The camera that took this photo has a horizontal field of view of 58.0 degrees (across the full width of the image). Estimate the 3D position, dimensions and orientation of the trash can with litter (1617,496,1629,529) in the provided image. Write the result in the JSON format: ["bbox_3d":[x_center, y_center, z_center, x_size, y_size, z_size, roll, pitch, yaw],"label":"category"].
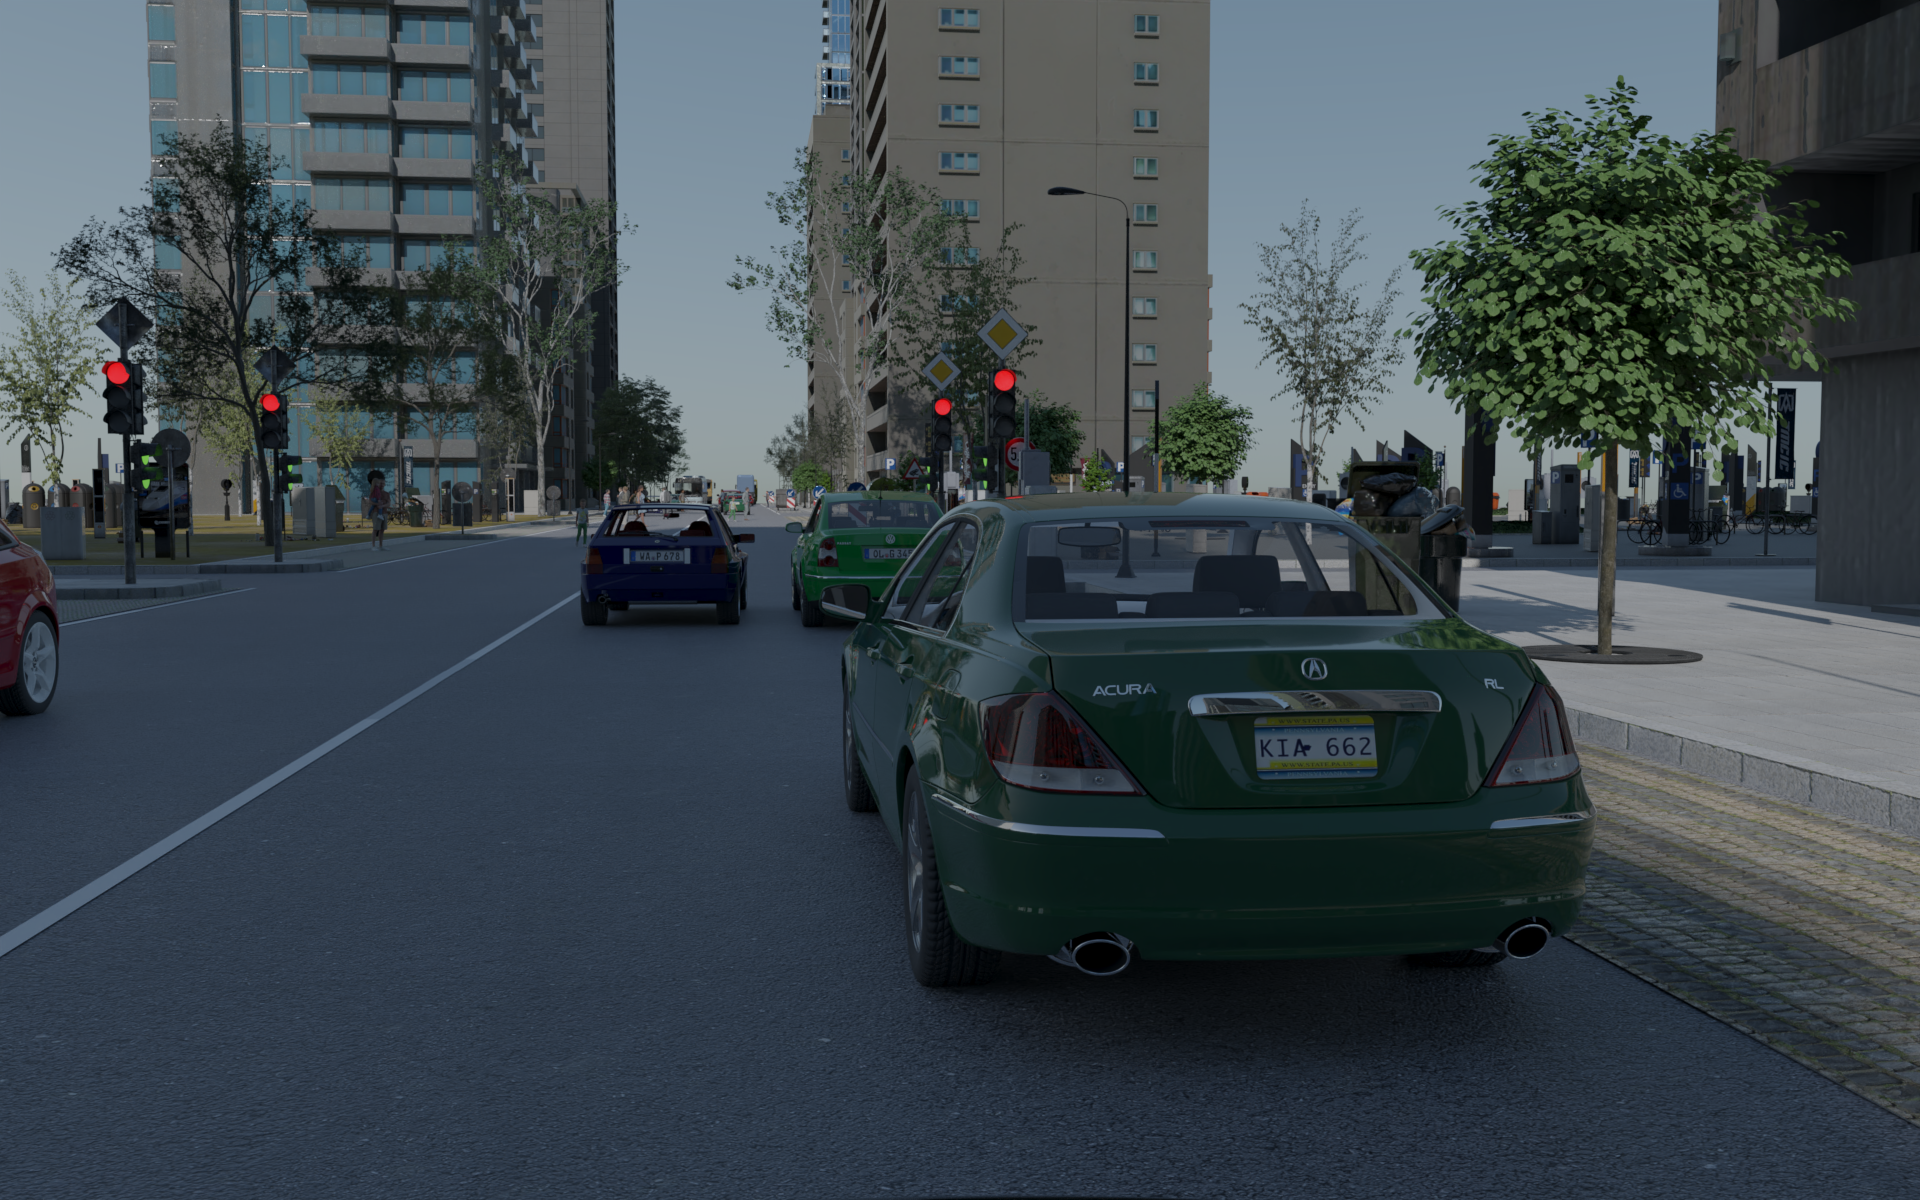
[{"bbox_3d":[23.281,-3.117,62.019,2.233,1.210,1.678,0,4,5],"label":"trash can with litter"}]

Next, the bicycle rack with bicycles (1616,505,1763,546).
[{"bbox_3d":[18.242,-1.885,44.206,2.925,0.926,2.852,0,4,-5],"label":"bicycle rack with bicycles"}]

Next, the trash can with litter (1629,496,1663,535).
[{"bbox_3d":[22.507,-2.698,55.176,1.678,1.210,2.233,2,4,32],"label":"trash can with litter"}]

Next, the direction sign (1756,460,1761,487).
[{"bbox_3d":[53.604,-7.619,116.572,0.379,3.537,0.876,-1,4,-11],"label":"direction sign"}]

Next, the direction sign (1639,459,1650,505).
[{"bbox_3d":[32.205,-5.473,81.479,0.876,3.537,0.379,-3,4,-38],"label":"direction sign"}]

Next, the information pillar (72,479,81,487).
[{"bbox_3d":[-43.548,-4.949,85.409,0.304,2.012,0.304,0,4,-8],"label":"information pillar"}]

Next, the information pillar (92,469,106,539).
[{"bbox_3d":[-24.848,-2.783,49.996,0.304,2.012,0.304,-1,4,-22],"label":"information pillar"}]

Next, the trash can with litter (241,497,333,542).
[{"bbox_3d":[-18.477,-2.239,47.662,2.233,1.210,1.678,0,4,-6],"label":"trash can with litter"}]

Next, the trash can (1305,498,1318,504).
[{"bbox_3d":[13.267,-3.249,64.773,0.748,1.137,0.748,0,3,0],"label":"trash can"}]

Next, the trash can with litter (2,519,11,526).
[{"bbox_3d":[-38.477,-3.529,69.085,1.055,1.170,0.624,-1,4,-22],"label":"trash can with litter"}]

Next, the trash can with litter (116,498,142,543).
[{"bbox_3d":[-21.761,-2.086,45.488,0.624,1.170,1.055,-1,4,-12],"label":"trash can with litter"}]

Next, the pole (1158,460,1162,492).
[{"bbox_3d":[7.195,-4.208,62.646,0.158,3.312,0.155,0,3,0],"label":"pole"}]

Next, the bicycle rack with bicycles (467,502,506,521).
[{"bbox_3d":[-22.785,-4.184,81.784,2.925,0.926,2.852,-1,4,-15],"label":"bicycle rack with bicycles"}]

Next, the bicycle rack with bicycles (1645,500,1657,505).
[{"bbox_3d":[45.048,-6.005,111.567,2.925,0.926,2.852,1,4,15],"label":"bicycle rack with bicycles"}]

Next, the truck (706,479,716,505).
[{"bbox_3d":[-33.615,-14.067,225.916,3.469,3.379,9.791,-1,4,-8],"label":"truck"}]

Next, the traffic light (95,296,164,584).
[{"bbox_3d":[-11.848,-2.186,24.661,0.839,4.253,0.868,0,4,-7],"label":"traffic light"}]

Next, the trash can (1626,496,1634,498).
[{"bbox_3d":[44.879,-6.371,115.823,0.748,1.137,0.748,0,3,0],"label":"trash can"}]

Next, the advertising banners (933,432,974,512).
[{"bbox_3d":[-0.219,-3.266,49.580,0.090,3.025,2.074,-2,4,-35],"label":"advertising banners"}]

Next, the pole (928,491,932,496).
[{"bbox_3d":[-1.021,-4.063,60.273,0.158,3.312,0.155,0,3,0],"label":"pole"}]

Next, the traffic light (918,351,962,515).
[{"bbox_3d":[-0.387,-2.767,34.167,0.839,4.253,0.868,0,4,-7],"label":"traffic light"}]

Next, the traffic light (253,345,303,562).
[{"bbox_3d":[-12.848,-2.670,32.583,0.839,4.253,0.868,0,4,-7],"label":"traffic light"}]

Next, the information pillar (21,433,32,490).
[{"bbox_3d":[-36.068,-4.624,66.953,0.504,3.616,0.183,2,4,26],"label":"information pillar"}]

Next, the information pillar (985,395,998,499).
[{"bbox_3d":[0.788,-3.035,40.977,0.504,3.616,0.183,-3,5,-39],"label":"information pillar"}]

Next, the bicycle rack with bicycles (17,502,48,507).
[{"bbox_3d":[-42.755,-4.121,80.761,2.852,0.926,2.925,0,4,2],"label":"bicycle rack with bicycles"}]

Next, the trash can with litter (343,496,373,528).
[{"bbox_3d":[-22.909,-3.362,66.031,2.233,1.210,1.678,0,4,-2],"label":"trash can with litter"}]

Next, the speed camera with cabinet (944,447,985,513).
[{"bbox_3d":[0.236,-4.777,72.442,2.038,3.252,0.660,-1,4,-15],"label":"speed camera with cabinet"}]

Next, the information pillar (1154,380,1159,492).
[{"bbox_3d":[4.027,-2.699,35.491,0.183,3.616,0.504,0,4,6],"label":"information pillar"}]

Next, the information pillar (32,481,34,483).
[{"bbox_3d":[-50.905,-5.534,94.971,0.304,2.012,0.304,-2,4,-29],"label":"information pillar"}]

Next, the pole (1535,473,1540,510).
[{"bbox_3d":[23.937,-4.772,71.862,0.158,3.312,0.155,0,3,0],"label":"pole"}]

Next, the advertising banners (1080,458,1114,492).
[{"bbox_3d":[6.805,-5.343,83.547,2.074,3.025,0.090,0,4,-1],"label":"advertising banners"}]

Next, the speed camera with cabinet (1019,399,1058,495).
[{"bbox_3d":[1.612,-2.513,35.431,0.660,3.252,2.038,0,4,-3],"label":"speed camera with cabinet"}]

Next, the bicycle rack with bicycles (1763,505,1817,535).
[{"bbox_3d":[26.192,-2.571,55.421,2.852,0.926,2.925,-2,4,-30],"label":"bicycle rack with bicycles"}]

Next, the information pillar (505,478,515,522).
[{"bbox_3d":[-20.845,-4.633,80.242,0.304,2.012,0.304,-2,4,-35],"label":"information pillar"}]

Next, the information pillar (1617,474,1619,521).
[{"bbox_3d":[24.290,-3.667,64.452,0.304,2.012,0.304,0,4,4],"label":"information pillar"}]

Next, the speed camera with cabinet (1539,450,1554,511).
[{"bbox_3d":[26.027,-5.084,77.452,0.660,3.252,2.038,0,4,-1],"label":"speed camera with cabinet"}]

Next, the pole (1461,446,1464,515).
[{"bbox_3d":[21.320,-4.860,73.310,0.158,3.312,0.155,0,3,0],"label":"pole"}]

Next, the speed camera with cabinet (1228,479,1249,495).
[{"bbox_3d":[16.859,-6.790,105.345,0.660,3.252,2.038,-2,4,-23],"label":"speed camera with cabinet"}]

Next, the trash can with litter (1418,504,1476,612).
[{"bbox_3d":[4.939,-0.441,18.601,1.055,1.170,0.624,-1,4,-11],"label":"trash can with litter"}]

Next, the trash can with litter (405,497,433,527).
[{"bbox_3d":[-20.852,-3.395,66.900,0.624,1.170,1.055,2,4,32],"label":"trash can with litter"}]

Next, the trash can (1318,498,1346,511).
[{"bbox_3d":[13.101,-2.978,60.341,0.748,1.137,0.748,0,3,0],"label":"trash can"}]

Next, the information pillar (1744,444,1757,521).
[{"bbox_3d":[37.038,-5.488,81.079,0.183,3.616,0.504,-2,4,-26],"label":"information pillar"}]

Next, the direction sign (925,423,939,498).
[{"bbox_3d":[-0.848,-3.854,55.008,0.379,3.537,0.876,-2,4,-35],"label":"direction sign"}]

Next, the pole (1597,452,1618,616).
[{"bbox_3d":[6.818,-1.489,18.181,0.158,3.312,0.155,0,3,0],"label":"pole"}]

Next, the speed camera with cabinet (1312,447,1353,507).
[{"bbox_3d":[15.715,-4.790,72.650,2.038,3.252,0.660,3,5,40],"label":"speed camera with cabinet"}]

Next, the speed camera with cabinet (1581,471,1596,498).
[{"bbox_3d":[33.173,-6.055,93.337,2.038,3.252,0.660,3,5,41],"label":"speed camera with cabinet"}]

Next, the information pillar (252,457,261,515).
[{"bbox_3d":[-42.389,-6.915,104.408,0.504,3.616,0.183,-3,5,-40],"label":"information pillar"}]

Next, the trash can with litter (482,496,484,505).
[{"bbox_3d":[-29.048,-5.761,105.257,1.678,1.210,2.233,-3,5,-45],"label":"trash can with litter"}]

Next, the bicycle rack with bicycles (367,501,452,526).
[{"bbox_3d":[-22.860,-3.534,71.168,2.925,0.926,2.852,1,4,20],"label":"bicycle rack with bicycles"}]

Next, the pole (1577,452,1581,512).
[{"bbox_3d":[30.043,-5.520,84.091,0.158,3.312,0.155,0,3,0],"label":"pole"}]

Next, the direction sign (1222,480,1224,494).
[{"bbox_3d":[8.696,-3.990,57.238,0.379,3.537,0.876,1,4,19],"label":"direction sign"}]

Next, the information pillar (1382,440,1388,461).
[{"bbox_3d":[18.469,-5.135,75.317,0.183,3.616,0.504,2,4,34],"label":"information pillar"}]

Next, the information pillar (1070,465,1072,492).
[{"bbox_3d":[4.709,-5.020,73.430,0.183,3.616,0.504,0,4,1],"label":"information pillar"}]

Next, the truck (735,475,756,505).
[{"bbox_3d":[-29.248,-15.040,235.663,2.967,4.110,18.799,0,4,-6],"label":"truck"}]

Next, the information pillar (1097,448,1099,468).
[{"bbox_3d":[6.965,-5.879,87.476,0.183,3.616,0.504,1,4,8],"label":"information pillar"}]

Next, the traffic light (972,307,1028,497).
[{"bbox_3d":[0.613,-2.283,26.245,0.839,4.253,0.868,0,4,-7],"label":"traffic light"}]

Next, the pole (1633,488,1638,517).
[{"bbox_3d":[34.891,-5.842,89.360,0.158,3.312,0.155,0,3,0],"label":"pole"}]

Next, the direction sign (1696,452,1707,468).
[{"bbox_3d":[39.659,-6.169,92.858,0.876,3.537,0.379,-1,4,-23],"label":"direction sign"}]

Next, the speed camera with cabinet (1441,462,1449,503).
[{"bbox_3d":[30.116,-6.962,108.167,0.660,3.252,2.038,1,4,12],"label":"speed camera with cabinet"}]
